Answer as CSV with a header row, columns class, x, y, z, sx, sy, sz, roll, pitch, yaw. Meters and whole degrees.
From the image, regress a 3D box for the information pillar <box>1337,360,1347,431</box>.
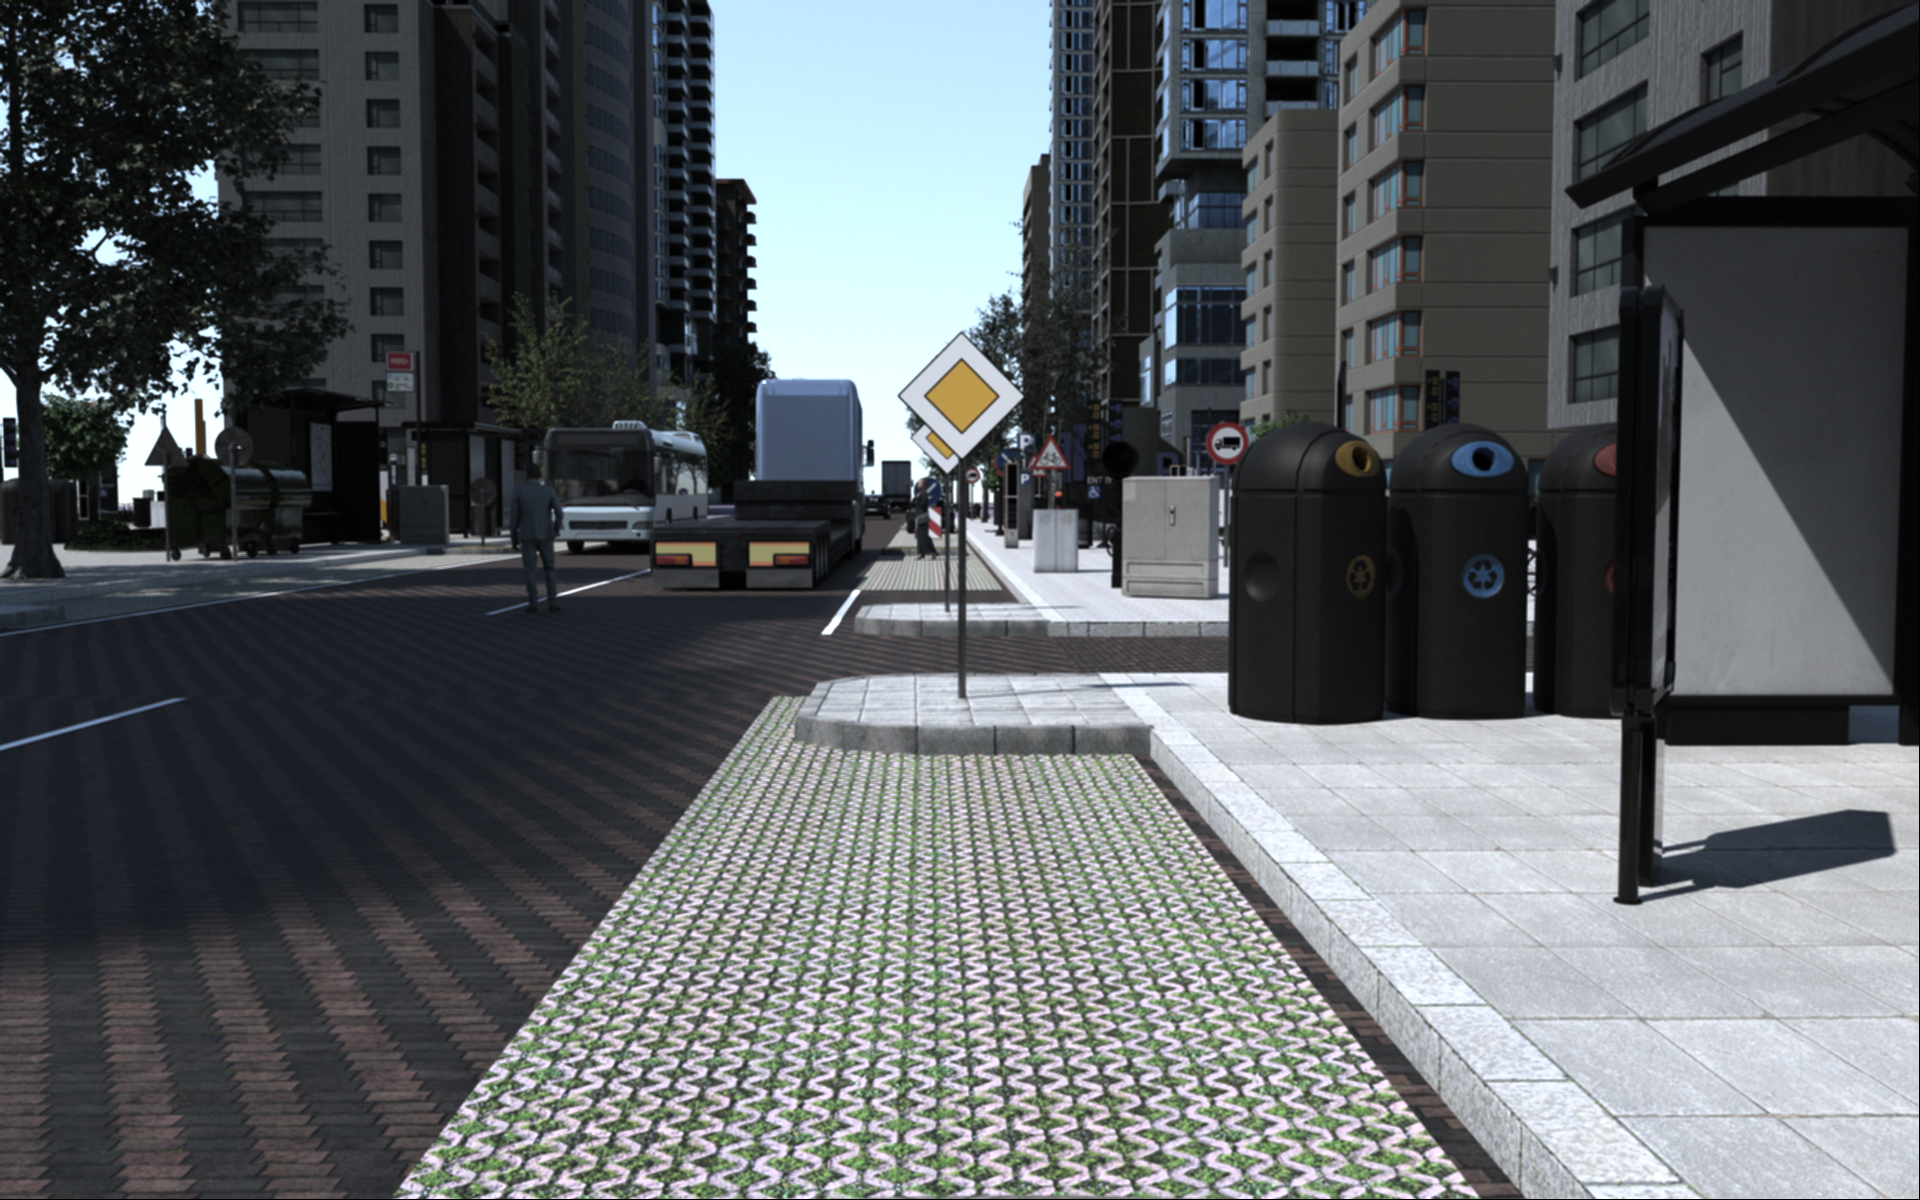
class,x,y,z,sx,sy,sz,roll,pitch,yaw
information pillar,6.612,-2.367,30.062,0.183,3.616,0.504,1,4,21

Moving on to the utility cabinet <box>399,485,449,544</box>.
class,x,y,z,sx,sy,sz,roll,pitch,yaw
utility cabinet,-13.611,-2.160,43.991,1.173,1.500,0.318,0,4,1

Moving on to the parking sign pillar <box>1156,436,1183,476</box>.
class,x,y,z,sx,sy,sz,roll,pitch,yaw
parking sign pillar,9.782,-5.631,80.546,1.447,3.967,1.447,2,4,28

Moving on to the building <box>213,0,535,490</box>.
class,x,y,z,sx,sy,sz,roll,pitch,yaw
building,-33.480,-20.130,100.831,14.160,30.474,14.107,0,4,-1

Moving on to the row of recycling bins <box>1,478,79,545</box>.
class,x,y,z,sx,sy,sz,roll,pitch,yaw
row of recycling bins,-24.080,-2.344,45.434,1.069,1.692,3.534,0,4,-7

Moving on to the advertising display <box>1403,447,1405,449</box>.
class,x,y,z,sx,sy,sz,roll,pitch,yaw
advertising display,6.280,-1.165,24.264,0.123,1.923,0.974,1,4,18

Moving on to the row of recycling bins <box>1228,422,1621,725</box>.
class,x,y,z,sx,sy,sz,roll,pitch,yaw
row of recycling bins,3.330,-0.185,10.142,3.534,1.692,1.069,0,4,-5

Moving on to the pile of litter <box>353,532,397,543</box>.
class,x,y,z,sx,sy,sz,roll,pitch,yaw
pile of litter,-15.495,-1.944,45.750,1.176,0.858,1.719,-1,4,-9

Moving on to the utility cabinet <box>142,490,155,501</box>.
class,x,y,z,sx,sy,sz,roll,pitch,yaw
utility cabinet,-39.605,-4.639,84.524,0.318,1.500,1.173,-1,4,-13

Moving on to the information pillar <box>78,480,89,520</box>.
class,x,y,z,sx,sy,sz,roll,pitch,yaw
information pillar,-30.544,-3.417,60.354,0.304,2.012,0.304,-2,4,-30

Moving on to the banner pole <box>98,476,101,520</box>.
class,x,y,z,sx,sy,sz,roll,pitch,yaw
banner pole,-36.474,-5.102,73.438,0.401,3.779,0.863,-1,4,-19

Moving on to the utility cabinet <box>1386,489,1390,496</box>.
class,x,y,z,sx,sy,sz,roll,pitch,yaw
utility cabinet,12.706,-2.617,51.473,0.318,1.500,1.173,0,4,-3

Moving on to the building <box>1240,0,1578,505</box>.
class,x,y,z,sx,sy,sz,roll,pitch,yaw
building,28.217,-13.930,72.797,27.650,21.520,28.899,0,4,-1

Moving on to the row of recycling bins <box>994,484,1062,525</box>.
class,x,y,z,sx,sy,sz,roll,pitch,yaw
row of recycling bins,3.146,-3.930,71.374,3.534,1.692,1.069,0,4,3

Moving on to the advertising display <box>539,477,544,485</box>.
class,x,y,z,sx,sy,sz,roll,pitch,yaw
advertising display,-15.544,-3.707,65.821,0.974,1.923,0.123,-1,4,-16

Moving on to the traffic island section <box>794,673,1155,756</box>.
class,x,y,z,sx,sy,sz,roll,pitch,yaw
traffic island section,0.034,0.697,10.890,2.009,0.180,2.903,0,4,-1

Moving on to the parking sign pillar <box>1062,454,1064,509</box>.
class,x,y,z,sx,sy,sz,roll,pitch,yaw
parking sign pillar,3.894,-4.048,54.651,1.447,3.967,1.447,1,4,16

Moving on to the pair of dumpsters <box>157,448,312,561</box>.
class,x,y,z,sx,sy,sz,roll,pitch,yaw
pair of dumpsters,-14.735,-2.007,35.316,1.574,2.255,4.437,0,4,-1

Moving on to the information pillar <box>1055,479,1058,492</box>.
class,x,y,z,sx,sy,sz,roll,pitch,yaw
information pillar,4.530,-4.819,83.286,0.304,2.012,0.304,1,4,21

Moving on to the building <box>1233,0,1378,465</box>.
class,x,y,z,sx,sy,sz,roll,pitch,yaw
building,22.263,-49.440,121.015,22.319,86.520,31.000,0,4,-1

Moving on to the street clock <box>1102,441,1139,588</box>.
class,x,y,z,sx,sy,sz,roll,pitch,yaw
street clock,2.187,-1.169,23.679,0.471,2.002,0.358,1,4,17

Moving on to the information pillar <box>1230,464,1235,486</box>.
class,x,y,z,sx,sy,sz,roll,pitch,yaw
information pillar,14.709,-6.242,93.413,0.183,3.616,0.504,-1,4,-18

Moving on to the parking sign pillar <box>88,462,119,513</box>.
class,x,y,z,sx,sy,sz,roll,pitch,yaw
parking sign pillar,-40.480,-5.701,81.686,1.447,3.967,1.447,-3,5,-41

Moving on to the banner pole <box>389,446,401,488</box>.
class,x,y,z,sx,sy,sz,roll,pitch,yaw
banner pole,-29.193,-6.099,89.729,0.863,3.779,0.401,1,4,15

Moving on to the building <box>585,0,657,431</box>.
class,x,y,z,sx,sy,sz,roll,pitch,yaw
building,-36.749,-36.338,136.119,21.231,58.520,28.212,0,4,-1

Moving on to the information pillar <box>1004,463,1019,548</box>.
class,x,y,z,sx,sy,sz,roll,pitch,yaw
information pillar,1.216,-2.232,40.987,0.304,2.012,0.304,0,4,-7

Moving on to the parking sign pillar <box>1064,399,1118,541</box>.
class,x,y,z,sx,sy,sz,roll,pitch,yaw
parking sign pillar,3.752,-3.661,48.329,1.447,3.967,1.447,1,4,8

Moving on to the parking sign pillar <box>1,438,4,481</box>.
class,x,y,z,sx,sy,sz,roll,pitch,yaw
parking sign pillar,-46.544,-5.777,82.922,1.447,3.967,1.447,-1,4,-21

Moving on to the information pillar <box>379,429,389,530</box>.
class,x,y,z,sx,sy,sz,roll,pitch,yaw
information pillar,-20.842,-4.348,62.445,0.504,3.616,0.183,0,4,-4

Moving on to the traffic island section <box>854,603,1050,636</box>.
class,x,y,z,sx,sy,sz,roll,pitch,yaw
traffic island section,-0.116,0.208,18.873,2.009,0.180,2.903,0,4,-1

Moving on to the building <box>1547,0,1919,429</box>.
class,x,y,z,sx,sy,sz,roll,pitch,yaw
building,21.499,-16.126,35.362,14.107,30.474,14.160,0,4,-1

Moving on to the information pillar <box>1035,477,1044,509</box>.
class,x,y,z,sx,sy,sz,roll,pitch,yaw
information pillar,3.061,-3.840,67.270,0.304,2.012,0.304,3,5,40

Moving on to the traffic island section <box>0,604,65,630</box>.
class,x,y,z,sx,sy,sz,roll,pitch,yaw
traffic island section,-11.105,0.221,18.673,2.009,0.180,2.903,0,4,-1

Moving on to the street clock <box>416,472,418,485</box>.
class,x,y,z,sx,sy,sz,roll,pitch,yaw
street clock,-17.579,-3.138,55.880,0.358,2.002,0.471,-1,4,-23

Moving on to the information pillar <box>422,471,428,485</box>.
class,x,y,z,sx,sy,sz,roll,pitch,yaw
information pillar,-23.128,-5.102,74.766,0.504,3.616,0.183,0,4,-3

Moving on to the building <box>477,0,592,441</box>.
class,x,y,z,sx,sy,sz,roll,pitch,yaw
building,-33.001,-26.396,115.176,14.154,41.232,14.086,0,4,-1

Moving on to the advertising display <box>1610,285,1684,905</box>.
class,x,y,z,sx,sy,sz,roll,pitch,yaw
advertising display,2.287,-0.034,5.764,0.123,1.923,0.974,2,4,26

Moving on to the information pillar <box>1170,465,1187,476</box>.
class,x,y,z,sx,sy,sz,roll,pitch,yaw
information pillar,5.581,-2.433,44.277,0.304,2.012,0.304,-3,5,-40

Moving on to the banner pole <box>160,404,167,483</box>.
class,x,y,z,sx,sy,sz,roll,pitch,yaw
banner pole,-22.136,-3.558,48.189,0.401,3.779,0.863,-2,4,-35

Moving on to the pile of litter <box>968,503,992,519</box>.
class,x,y,z,sx,sy,sz,roll,pitch,yaw
pile of litter,1.092,-4.611,89.357,1.176,0.858,1.719,3,5,45

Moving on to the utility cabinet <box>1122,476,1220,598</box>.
class,x,y,z,sx,sy,sz,roll,pitch,yaw
utility cabinet,2.586,-0.775,21.353,1.173,1.500,0.318,2,4,32
